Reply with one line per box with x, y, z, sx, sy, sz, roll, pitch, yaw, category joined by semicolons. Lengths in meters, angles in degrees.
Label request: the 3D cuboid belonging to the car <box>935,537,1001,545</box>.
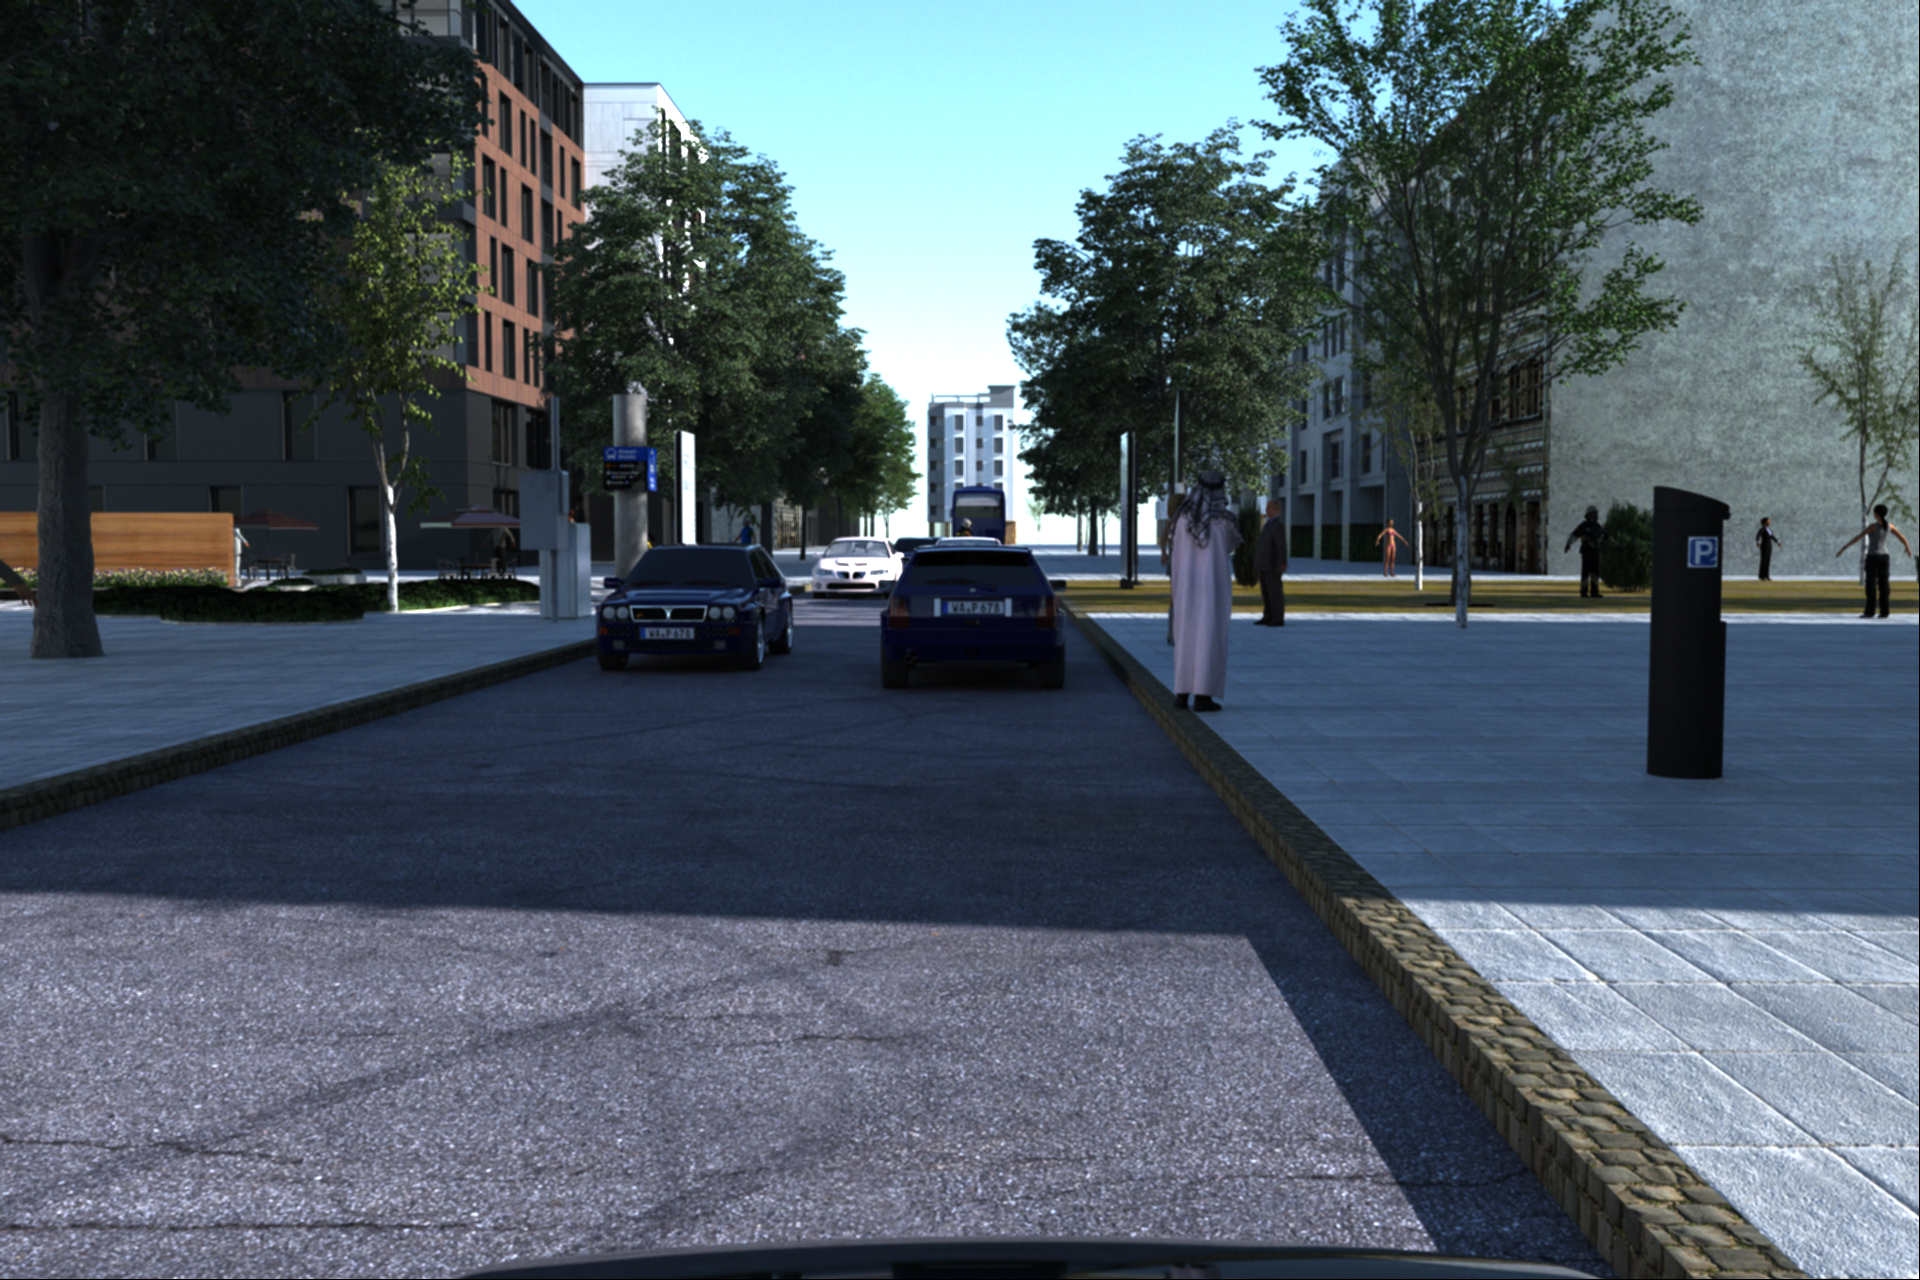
0.180;-1.457;36.180;2.083;1.381;4.827;0;4;1;car

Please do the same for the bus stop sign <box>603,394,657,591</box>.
-6.258;-2.684;32.897;0.837;3.901;0.837;0;4;2;bus stop sign

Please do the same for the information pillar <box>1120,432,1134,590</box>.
3.918;-3.015;40.606;0.184;3.620;1.656;0;4;0;information pillar

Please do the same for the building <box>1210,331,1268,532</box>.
28.006;-18.411;157.436;16.016;20.090;11.380;0;4;1;building

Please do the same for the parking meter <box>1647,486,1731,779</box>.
3.866;-0.048;9.198;0.372;1.533;0.369;0;3;0;parking meter

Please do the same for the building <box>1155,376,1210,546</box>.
28.159;-21.198;203.013;16.016;20.090;11.380;0;4;2;building

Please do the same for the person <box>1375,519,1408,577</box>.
13.004;-2.778;52.227;1.217;1.733;0.721;-2;4;-26;person

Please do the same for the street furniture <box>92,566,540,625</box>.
-10.719;-0.847;29.469;5.734;0.657;10.072;1;4;12;street furniture

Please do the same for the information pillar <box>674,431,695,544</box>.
-6.367;-2.987;40.147;0.184;3.620;1.656;0;4;1;information pillar

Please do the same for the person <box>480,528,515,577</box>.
-13.718;-2.779;51.570;1.348;1.813;0.705;2;4;28;person

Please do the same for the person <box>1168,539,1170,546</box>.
7.223;-3.010;55.404;1.347;1.806;0.705;-1;4;-19;person

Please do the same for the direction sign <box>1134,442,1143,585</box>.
4.407;-3.137;43.292;0.379;3.537;0.876;0;4;1;direction sign

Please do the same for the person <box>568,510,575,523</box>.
-8.401;-1.893;37.225;0.705;1.796;1.348;0;4;-4;person

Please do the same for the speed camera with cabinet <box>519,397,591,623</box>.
-6.015;-1.922;25.757;0.660;3.252;2.038;0;4;1;speed camera with cabinet

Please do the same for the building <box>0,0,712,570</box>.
-27.569;-14.246;76.901;27.936;21.610;32.646;0;4;1;building

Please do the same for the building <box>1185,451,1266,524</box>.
27.622;-14.242;175.007;9.099;9.664;28.070;0;4;1;building

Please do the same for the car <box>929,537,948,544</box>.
-0.993;-3.069;62.754;1.945;1.354;3.894;0;4;1;car

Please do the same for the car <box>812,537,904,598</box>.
-2.312;-1.696;40.093;2.083;1.381;4.827;0;4;2;car

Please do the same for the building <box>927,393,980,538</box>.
-3.854;-22.305;223.567;11.380;20.090;16.016;0;4;-3;building

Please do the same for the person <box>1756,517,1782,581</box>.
22.284;-2.509;47.751;1.216;1.740;0.721;-3;4;-37;person

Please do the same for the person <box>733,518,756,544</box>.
-7.002;-3.087;56.603;0.704;1.817;1.347;-3;5;-40;person

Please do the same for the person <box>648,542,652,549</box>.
-8.029;-2.283;43.299;0.705;1.833;1.349;-2;4;-30;person

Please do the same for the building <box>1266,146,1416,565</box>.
26.363;-13.493;87.076;16.747;18.905;31.486;0;4;1;building

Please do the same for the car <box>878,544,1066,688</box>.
0.124;-0.297;17.434;1.945;1.354;3.894;0;4;0;car

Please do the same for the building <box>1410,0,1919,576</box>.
27.571;-14.104;61.528;19.493;23.208;18.063;0;4;2;building

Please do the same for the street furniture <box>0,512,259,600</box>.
-19.489;-1.786;36.059;9.812;1.723;11.010;-1;4;-20;street furniture

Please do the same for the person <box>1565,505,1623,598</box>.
12.738;-1.783;34.925;1.354;1.856;0.705;-1;4;-17;person

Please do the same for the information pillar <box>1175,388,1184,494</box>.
3.555;-2.251;28.153;0.183;3.616;0.504;0;4;1;information pillar

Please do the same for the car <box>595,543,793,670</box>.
-2.914;-0.421;19.457;1.945;1.354;3.894;0;4;2;car

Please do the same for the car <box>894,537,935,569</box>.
-1.482;-2.705;56.815;1.945;1.354;3.894;0;4;1;car

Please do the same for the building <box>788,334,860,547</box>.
-25.286;-20.385;177.271;27.936;21.610;32.646;0;4;1;building

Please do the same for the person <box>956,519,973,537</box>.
0.180;-2.442;48.149;0.705;1.858;1.354;-2;4;-28;person

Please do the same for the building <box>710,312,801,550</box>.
-24.218;-19.593;151.273;19.493;23.208;18.063;0;4;1;building
